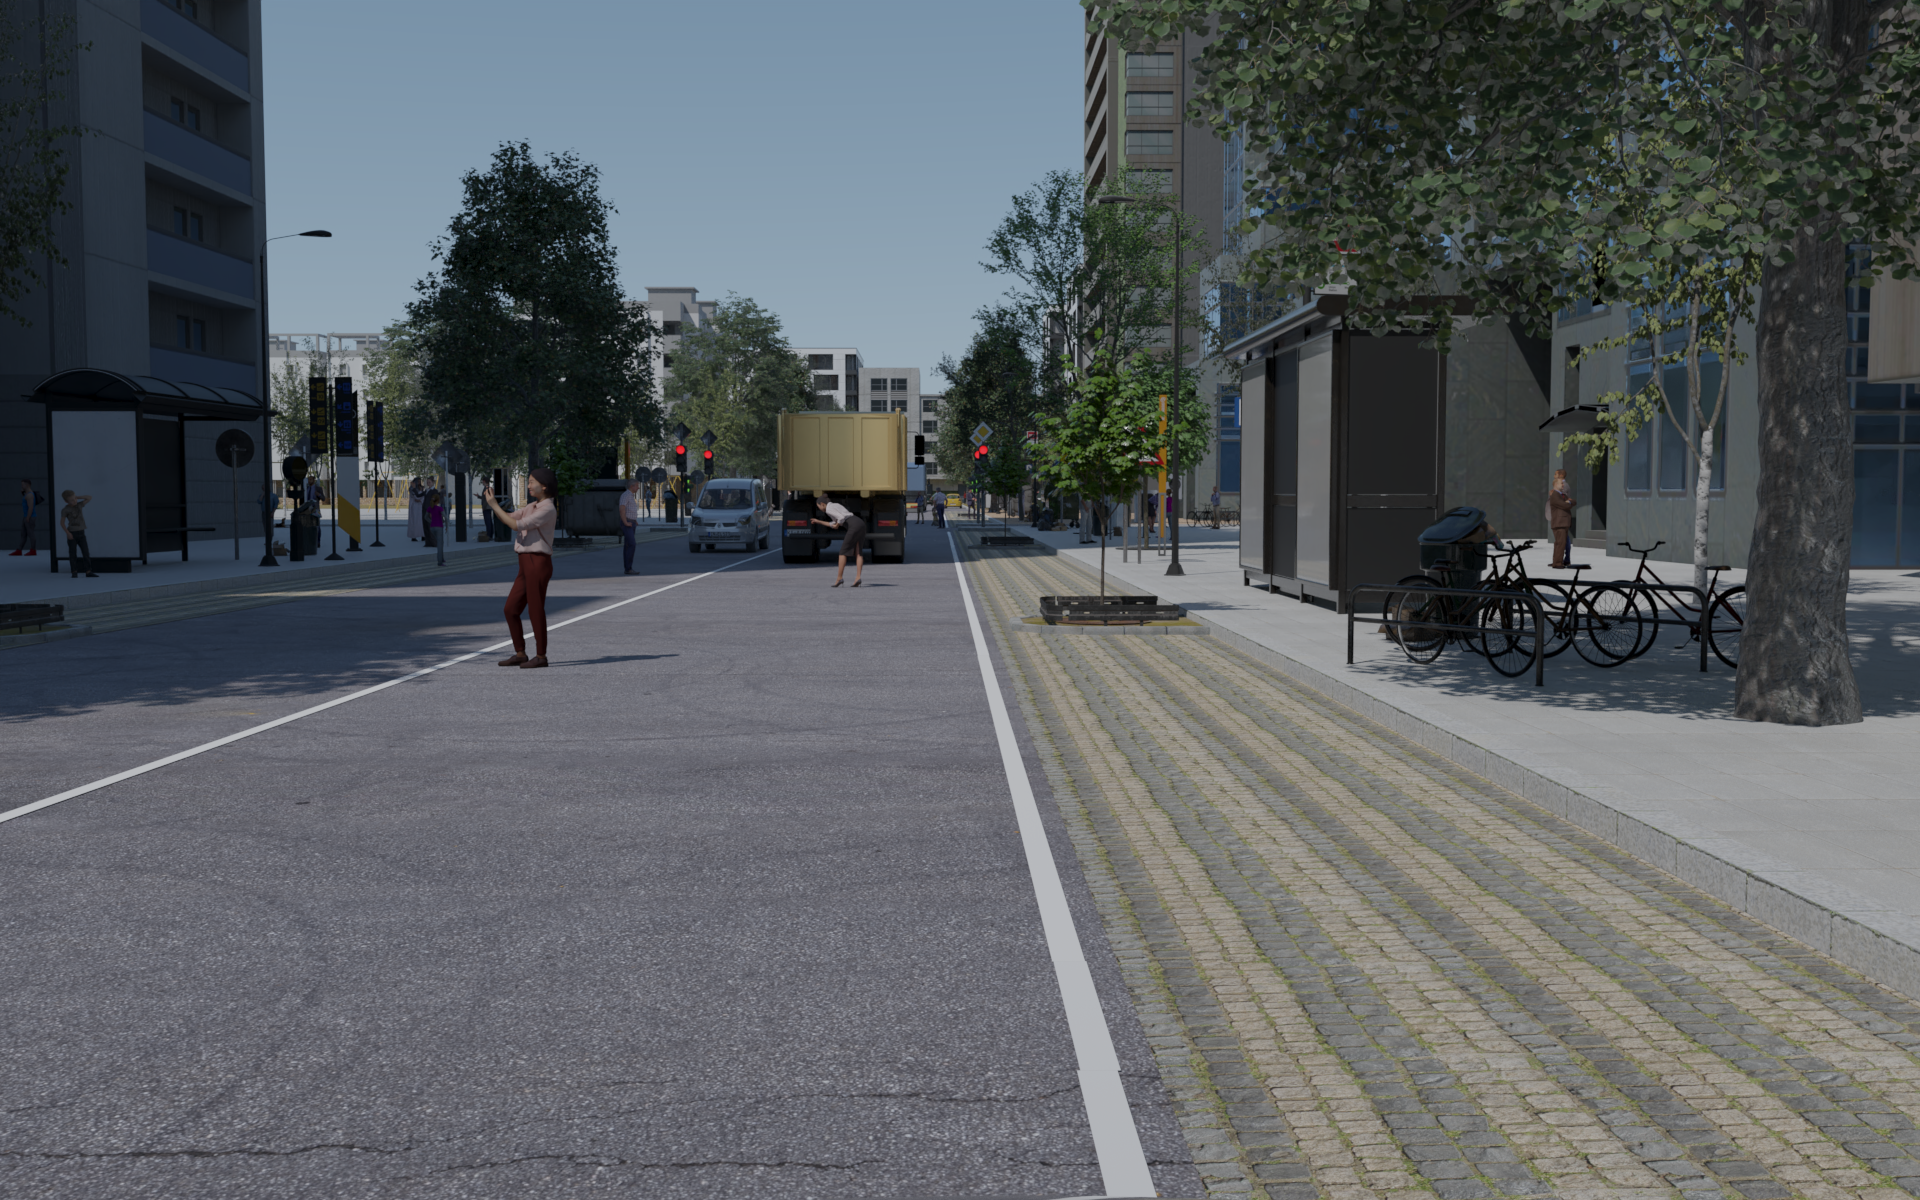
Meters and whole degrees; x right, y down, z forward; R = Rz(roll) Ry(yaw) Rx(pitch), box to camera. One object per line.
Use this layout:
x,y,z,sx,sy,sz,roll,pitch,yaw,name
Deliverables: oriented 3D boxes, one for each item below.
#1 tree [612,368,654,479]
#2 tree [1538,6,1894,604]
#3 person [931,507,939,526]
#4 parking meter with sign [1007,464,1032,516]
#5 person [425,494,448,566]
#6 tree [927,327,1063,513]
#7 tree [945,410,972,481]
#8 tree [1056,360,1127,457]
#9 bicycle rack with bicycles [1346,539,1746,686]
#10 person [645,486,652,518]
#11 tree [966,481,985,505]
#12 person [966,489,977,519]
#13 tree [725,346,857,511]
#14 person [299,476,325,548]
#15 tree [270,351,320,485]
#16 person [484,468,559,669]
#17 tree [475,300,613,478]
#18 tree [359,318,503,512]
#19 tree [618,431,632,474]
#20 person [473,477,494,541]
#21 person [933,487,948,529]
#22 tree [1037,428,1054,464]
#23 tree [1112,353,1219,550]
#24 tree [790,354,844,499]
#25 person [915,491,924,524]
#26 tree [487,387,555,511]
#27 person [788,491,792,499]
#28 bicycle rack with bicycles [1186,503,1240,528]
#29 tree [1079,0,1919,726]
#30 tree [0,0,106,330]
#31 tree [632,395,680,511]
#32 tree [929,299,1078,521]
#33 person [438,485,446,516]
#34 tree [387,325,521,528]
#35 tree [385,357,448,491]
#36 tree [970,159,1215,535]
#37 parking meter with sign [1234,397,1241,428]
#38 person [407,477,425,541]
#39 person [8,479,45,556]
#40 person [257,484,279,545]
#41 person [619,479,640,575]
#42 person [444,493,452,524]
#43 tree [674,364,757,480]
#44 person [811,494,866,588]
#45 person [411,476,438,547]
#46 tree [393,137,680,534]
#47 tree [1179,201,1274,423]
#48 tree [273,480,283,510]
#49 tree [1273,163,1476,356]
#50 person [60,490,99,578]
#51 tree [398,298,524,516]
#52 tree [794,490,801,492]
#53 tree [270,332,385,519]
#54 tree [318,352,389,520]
-18.778,-8.973,97.071,4.737,8.622,4.395,0,3,0,tree
8.696,-4.271,20.186,4.737,8.622,4.395,0,3,0,tree
-1.008,-3.728,77.371,0.347,0.859,0.695,-3,4,-38,person
3.461,-6.463,101.935,0.543,3.016,1.738,-3,5,-41,parking meter with sign
-10.322,-1.389,34.449,0.726,1.435,0.776,1,4,16,person
2.337,-12.255,117.380,9.611,12.733,9.660,0,3,0,tree
1.907,-15.039,164.008,7.486,12.596,7.792,0,3,0,tree
8.067,-8.777,93.863,4.737,8.622,4.395,0,3,0,tree
4.184,0.026,12.959,2.852,0.926,2.925,-2,4,-31,bicycle rack with bicycles
-16.691,-5.265,92.856,0.376,1.734,0.841,0,4,-8,person
2.261,-13.976,212.215,4.285,4.588,4.351,0,3,0,tree
0.715,-5.398,97.213,0.683,1.767,0.568,-3,5,-43,person
-13.757,-13.256,133.749,9.611,12.733,9.660,0,3,0,tree
-15.495,-2.109,41.346,0.655,1.722,0.431,1,4,20,person
-33.864,-8.533,89.874,4.737,8.622,4.395,0,3,0,tree
-3.601,-0.262,14.244,0.566,1.644,0.517,1,4,11,person
-19.486,-10.022,81.982,7.486,12.596,7.792,0,3,0,tree
-34.012,-12.628,113.116,9.857,13.997,8.962,0,3,0,tree
-24.554,-10.032,114.380,4.360,8.622,3.978,0,3,0,tree
-13.096,-2.496,47.386,0.750,1.759,0.617,1,4,12,person
-0.856,-3.829,72.037,0.756,1.711,0.436,-2,4,-28,person
6.533,-9.208,100.906,4.737,8.622,4.395,0,3,0,tree
4.315,-3.448,40.087,4.285,4.588,4.351,0,3,0,tree
-14.137,-14.668,150.198,12.009,13.543,11.850,0,3,0,tree
-1.927,-4.421,82.842,0.516,1.574,0.319,3,5,45,person
-23.694,-8.680,92.282,4.360,8.622,3.978,0,3,0,tree
-11.969,-6.840,121.143,0.445,1.727,0.742,-1,4,-18,person
10.054,-3.264,66.750,2.925,0.926,2.852,-1,4,-21,bicycle rack with bicycles
4.675,-6.291,9.514,9.857,13.997,8.962,0,3,0,tree
-13.643,-4.466,23.376,4.360,8.622,3.978,0,3,0,tree
-22.313,-10.592,123.540,4.360,8.622,3.978,0,3,0,tree
2.686,-9.092,83.072,7.601,10.594,8.767,2,4,27,tree
-25.459,-4.787,85.135,0.431,1.722,0.655,2,4,26,person
-18.143,-7.003,64.867,4.737,8.622,4.395,0,3,0,tree
-28.791,-8.672,92.148,4.360,8.622,3.978,0,3,0,tree
4.188,-7.900,54.918,9.928,11.665,9.643,0,3,0,tree
5.563,-2.178,31.871,0.543,3.016,1.738,2,4,26,parking meter with sign
-14.697,-2.460,46.929,0.621,1.740,0.551,0,4,6,person
-19.412,-1.719,36.012,0.662,1.594,0.647,-3,5,-42,person
-17.318,-2.148,43.377,0.499,1.552,0.429,2,4,28,person
-5.881,-1.324,31.088,0.436,1.711,0.756,1,4,12,person
-21.910,-3.922,74.078,0.435,1.345,0.340,0,4,1,person
-13.584,-8.972,97.049,4.737,8.622,4.395,0,3,0,tree
-1.853,-0.912,26.599,0.799,1.438,0.628,-1,4,-14,person
-12.926,-2.136,41.765,0.742,1.727,0.445,0,4,3,person
-13.740,-8.499,55.959,9.611,12.733,9.660,0,3,0,tree
7.702,-5.761,44.547,4.360,8.622,3.978,0,3,0,tree
-65.804,-14.710,142.326,18.604,14.587,13.155,-2,4,-28,tree
8.950,-5.275,36.610,4.360,8.622,3.978,0,3,0,tree
-13.511,-1.016,26.566,0.340,1.345,0.435,2,4,32,person
-27.780,-11.676,101.269,12.009,13.543,11.850,0,3,0,tree
-14.485,-11.439,170.736,4.285,4.588,4.351,0,3,0,tree
-29.192,-7.814,78.119,4.360,8.622,3.978,0,3,0,tree
-28.584,-8.302,86.108,4.737,8.622,4.395,0,3,0,tree
